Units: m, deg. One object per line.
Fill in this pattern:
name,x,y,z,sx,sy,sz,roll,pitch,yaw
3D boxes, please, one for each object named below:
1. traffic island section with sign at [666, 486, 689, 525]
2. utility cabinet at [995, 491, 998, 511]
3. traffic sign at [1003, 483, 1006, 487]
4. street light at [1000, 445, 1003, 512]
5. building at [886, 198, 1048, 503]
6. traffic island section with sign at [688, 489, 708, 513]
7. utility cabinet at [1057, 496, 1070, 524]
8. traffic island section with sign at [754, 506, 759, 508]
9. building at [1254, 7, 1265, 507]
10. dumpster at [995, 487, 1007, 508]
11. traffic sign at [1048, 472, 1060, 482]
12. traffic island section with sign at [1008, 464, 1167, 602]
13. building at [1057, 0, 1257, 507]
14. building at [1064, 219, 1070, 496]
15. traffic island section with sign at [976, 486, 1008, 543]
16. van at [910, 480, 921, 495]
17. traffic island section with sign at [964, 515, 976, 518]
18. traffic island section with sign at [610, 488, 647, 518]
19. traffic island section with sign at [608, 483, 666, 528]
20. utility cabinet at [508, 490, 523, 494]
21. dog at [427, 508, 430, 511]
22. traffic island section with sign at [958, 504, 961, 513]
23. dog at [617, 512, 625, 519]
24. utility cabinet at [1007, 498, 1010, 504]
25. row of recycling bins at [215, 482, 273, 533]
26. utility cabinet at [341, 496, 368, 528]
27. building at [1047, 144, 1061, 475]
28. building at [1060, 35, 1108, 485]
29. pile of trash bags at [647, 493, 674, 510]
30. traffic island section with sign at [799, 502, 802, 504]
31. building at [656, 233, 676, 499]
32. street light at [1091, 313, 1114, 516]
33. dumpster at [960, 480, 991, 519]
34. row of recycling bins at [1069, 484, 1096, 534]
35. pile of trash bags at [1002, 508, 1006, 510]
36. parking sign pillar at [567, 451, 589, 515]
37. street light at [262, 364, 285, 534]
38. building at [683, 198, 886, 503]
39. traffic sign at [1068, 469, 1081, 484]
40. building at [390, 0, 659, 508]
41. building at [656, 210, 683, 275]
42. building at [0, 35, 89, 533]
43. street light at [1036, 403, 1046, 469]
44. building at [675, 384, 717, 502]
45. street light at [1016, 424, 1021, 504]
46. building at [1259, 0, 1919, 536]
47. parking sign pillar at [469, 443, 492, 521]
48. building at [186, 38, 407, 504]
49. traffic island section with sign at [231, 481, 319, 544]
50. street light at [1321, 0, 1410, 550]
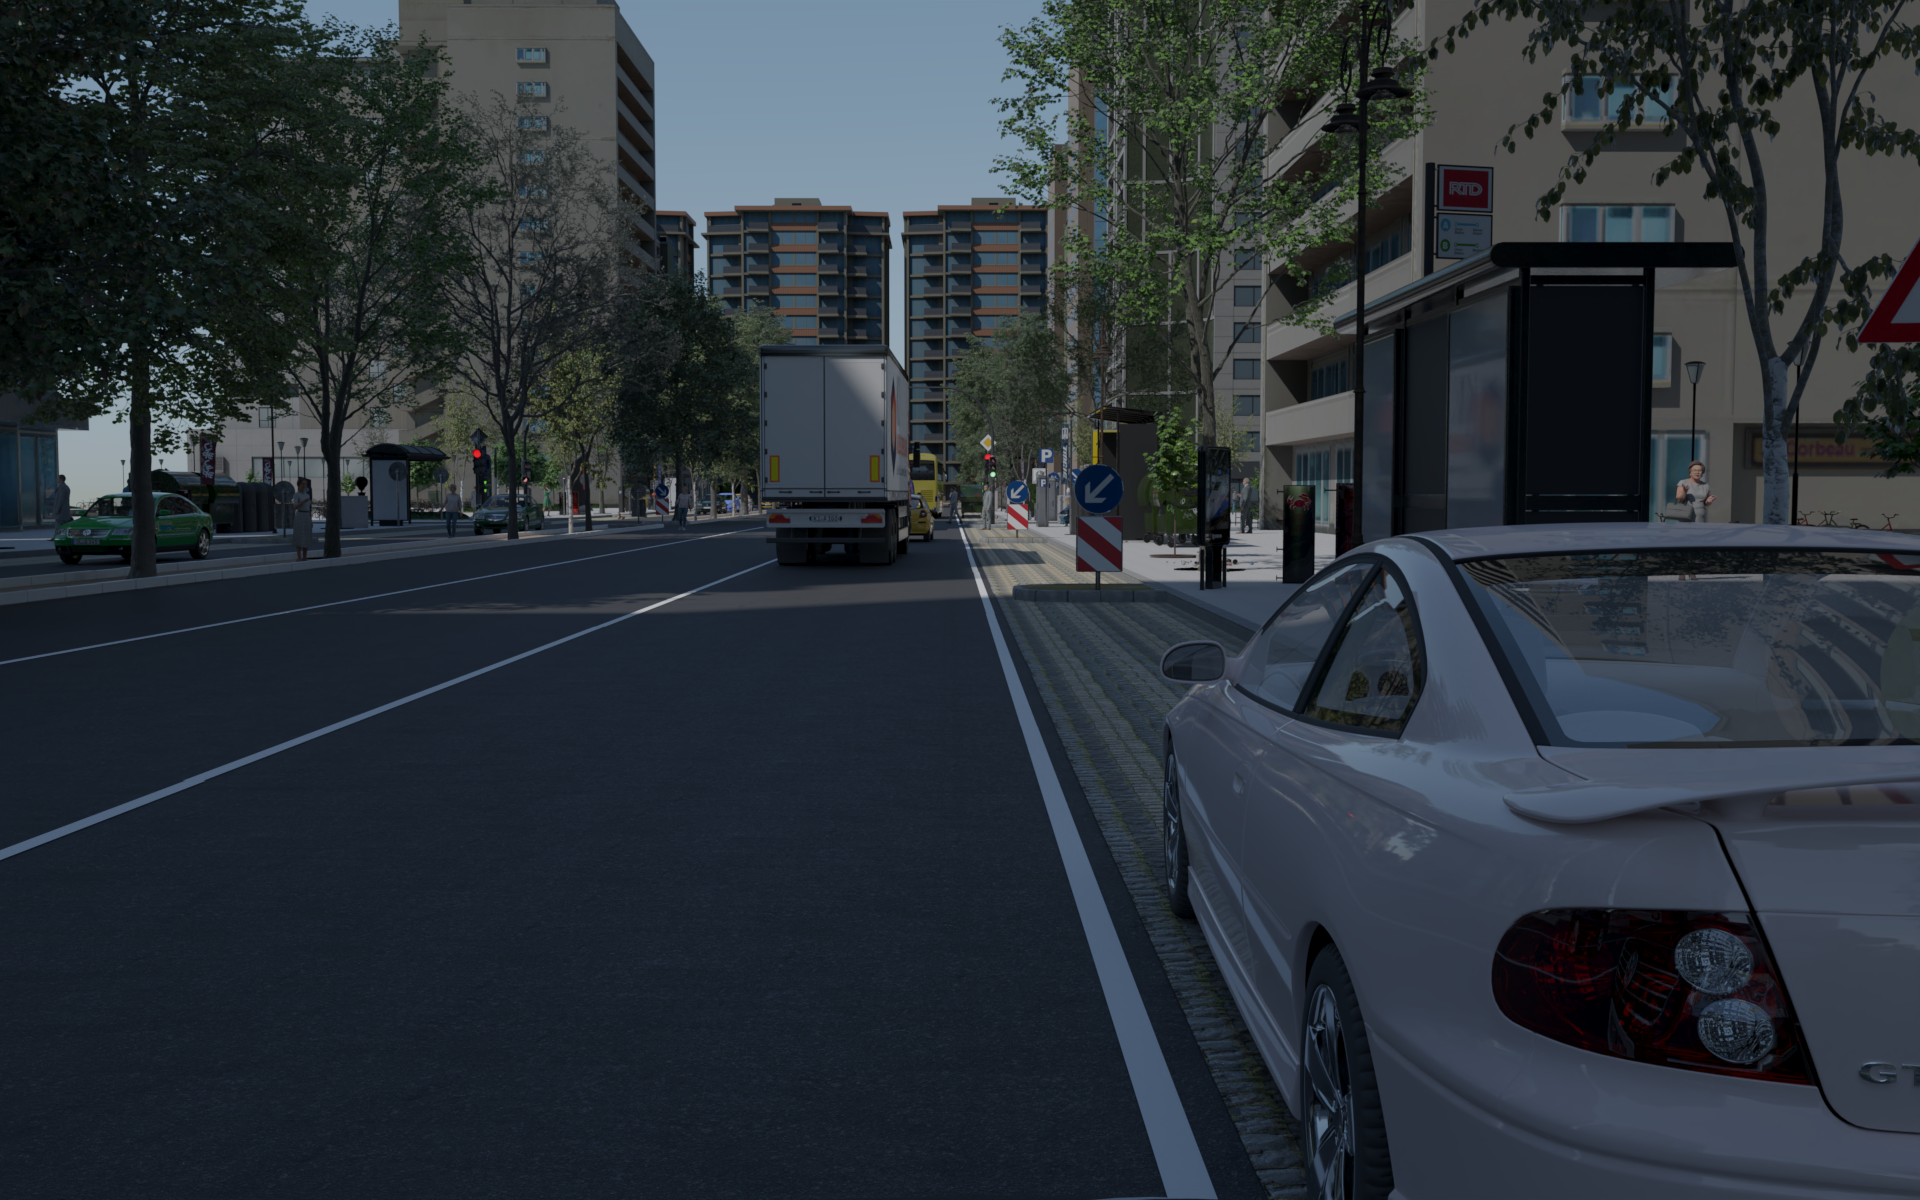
traffic island section with sign,-13.820,-4.459,81.035,2.006,1.907,1.989,0,4,0
utility cabinet,2.604,-7.284,127.770,0.318,1.500,1.173,0,4,-1
traffic sign,3.758,-9.573,156.631,0.768,2.556,0.104,1,4,9
street light,3.055,-9.445,127.214,0.468,5.910,1.993,0,4,0
building,4.227,-36.928,258.396,28.867,44.769,22.147,0,4,0
traffic island section with sign,-20.404,-7.605,132.966,1.989,1.847,2.006,0,4,0
utility cabinet,4.668,-3.828,73.755,1.020,1.237,0.306,0,4,7
traffic island section with sign,-20.732,-10.671,183.096,1.989,1.847,2.006,0,4,0
building,20.694,-42.807,138.145,20.563,71.187,20.611,0,4,0
dumpster,3.278,-7.805,133.377,1.264,1.857,1.865,0,4,0
traffic sign,5.463,-6.177,101.095,0.768,2.556,0.104,0,4,5
traffic island section with sign,1.727,-0.922,23.700,1.989,1.847,2.006,0,4,0
building,21.510,-46.500,198.527,20.563,71.187,20.611,0,4,0
building,17.810,-25.091,181.943,14.160,30.474,14.107,0,4,0
traffic island section with sign,1.551,-2.587,50.926,1.989,1.847,2.006,0,4,0
van,-2.753,-3.982,69.497,2.240,2.365,5.245,0,4,1
traffic island section with sign,1.195,-5.960,106.070,1.989,1.847,2.006,0,4,0
traffic island section with sign,-20.232,-5.956,106.011,1.989,1.847,2.006,0,4,0
traffic island section with sign,-13.781,-4.006,73.628,2.006,1.907,1.989,0,4,0
utility cabinet,-24.515,-5.361,96.331,1.173,1.500,0.318,1,4,15
dog,-33.264,-5.564,108.700,0.550,0.427,0.748,1,4,9
traffic island section with sign,1.014,-7.633,133.420,1.989,1.847,2.006,0,4,0
dog,-19.303,-4.786,98.449,0.550,0.427,0.748,-1,4,-18
utility cabinet,3.525,-6.287,113.953,0.306,1.237,1.020,-3,4,-38
row of recycling bins,-24.015,-3.132,58.327,1.069,1.692,3.534,0,3,0
utility cabinet,-22.845,-3.306,65.220,1.020,1.237,0.306,-2,4,-30
building,18.251,-34.652,216.669,14.600,45.320,14.200,0,4,0
building,17.764,-31.636,167.362,14.600,45.320,14.200,0,4,0
pile of trash bags,-24.473,-7.994,140.451,1.912,1.369,3.447,-1,4,-23
traffic island section with sign,-14.315,-9.054,156.172,2.006,1.907,1.989,0,4,0
building,-38.570,-25.310,185.523,14.160,30.474,14.107,0,4,0
street light,3.643,-4.382,44.430,0.468,5.910,1.993,0,4,0
dumpster,0.968,-5.883,101.145,1.985,2.255,1.502,0,4,0
row of recycling bins,4.198,-3.062,57.179,1.069,1.692,3.534,1,4,8
pile of trash bags,4.414,-8.188,143.626,1.912,1.369,3.447,0,4,-2
parking sign pillar,-23.594,-7.253,107.062,1.447,3.967,1.447,-3,5,-44
street light,-22.255,-5.095,56.088,0.468,5.910,1.993,0,4,0
building,-24.714,-36.948,258.725,28.867,44.769,22.147,0,4,0
traffic sign,5.801,-5.311,86.946,0.768,2.556,0.104,0,4,0
building,-41.605,-33.203,166.567,21.300,48.544,21.600,0,4,0
building,-54.090,-36.900,257.935,28.867,44.769,22.147,0,4,0
building,-45.627,-26.469,52.376,30.456,49.044,23.786,0,4,0
street light,3.406,-6.113,72.741,0.468,5.910,1.993,0,4,0
building,-45.886,-22.362,210.664,28.899,21.520,27.650,0,4,0
street light,3.297,-7.713,98.903,0.468,5.910,1.993,0,4,0
building,21.474,-26.097,50.391,21.300,48.544,21.600,0,4,0
parking sign pillar,-23.057,-5.833,83.844,1.447,3.967,1.447,0,4,1
building,-74.080,-37.925,209.315,27.495,52.752,28.713,0,4,0
traffic island section with sign,-19.875,-2.560,50.488,1.989,1.847,2.006,0,4,0
street light,3.727,-2.650,16.118,0.468,5.910,1.993,0,4,0
